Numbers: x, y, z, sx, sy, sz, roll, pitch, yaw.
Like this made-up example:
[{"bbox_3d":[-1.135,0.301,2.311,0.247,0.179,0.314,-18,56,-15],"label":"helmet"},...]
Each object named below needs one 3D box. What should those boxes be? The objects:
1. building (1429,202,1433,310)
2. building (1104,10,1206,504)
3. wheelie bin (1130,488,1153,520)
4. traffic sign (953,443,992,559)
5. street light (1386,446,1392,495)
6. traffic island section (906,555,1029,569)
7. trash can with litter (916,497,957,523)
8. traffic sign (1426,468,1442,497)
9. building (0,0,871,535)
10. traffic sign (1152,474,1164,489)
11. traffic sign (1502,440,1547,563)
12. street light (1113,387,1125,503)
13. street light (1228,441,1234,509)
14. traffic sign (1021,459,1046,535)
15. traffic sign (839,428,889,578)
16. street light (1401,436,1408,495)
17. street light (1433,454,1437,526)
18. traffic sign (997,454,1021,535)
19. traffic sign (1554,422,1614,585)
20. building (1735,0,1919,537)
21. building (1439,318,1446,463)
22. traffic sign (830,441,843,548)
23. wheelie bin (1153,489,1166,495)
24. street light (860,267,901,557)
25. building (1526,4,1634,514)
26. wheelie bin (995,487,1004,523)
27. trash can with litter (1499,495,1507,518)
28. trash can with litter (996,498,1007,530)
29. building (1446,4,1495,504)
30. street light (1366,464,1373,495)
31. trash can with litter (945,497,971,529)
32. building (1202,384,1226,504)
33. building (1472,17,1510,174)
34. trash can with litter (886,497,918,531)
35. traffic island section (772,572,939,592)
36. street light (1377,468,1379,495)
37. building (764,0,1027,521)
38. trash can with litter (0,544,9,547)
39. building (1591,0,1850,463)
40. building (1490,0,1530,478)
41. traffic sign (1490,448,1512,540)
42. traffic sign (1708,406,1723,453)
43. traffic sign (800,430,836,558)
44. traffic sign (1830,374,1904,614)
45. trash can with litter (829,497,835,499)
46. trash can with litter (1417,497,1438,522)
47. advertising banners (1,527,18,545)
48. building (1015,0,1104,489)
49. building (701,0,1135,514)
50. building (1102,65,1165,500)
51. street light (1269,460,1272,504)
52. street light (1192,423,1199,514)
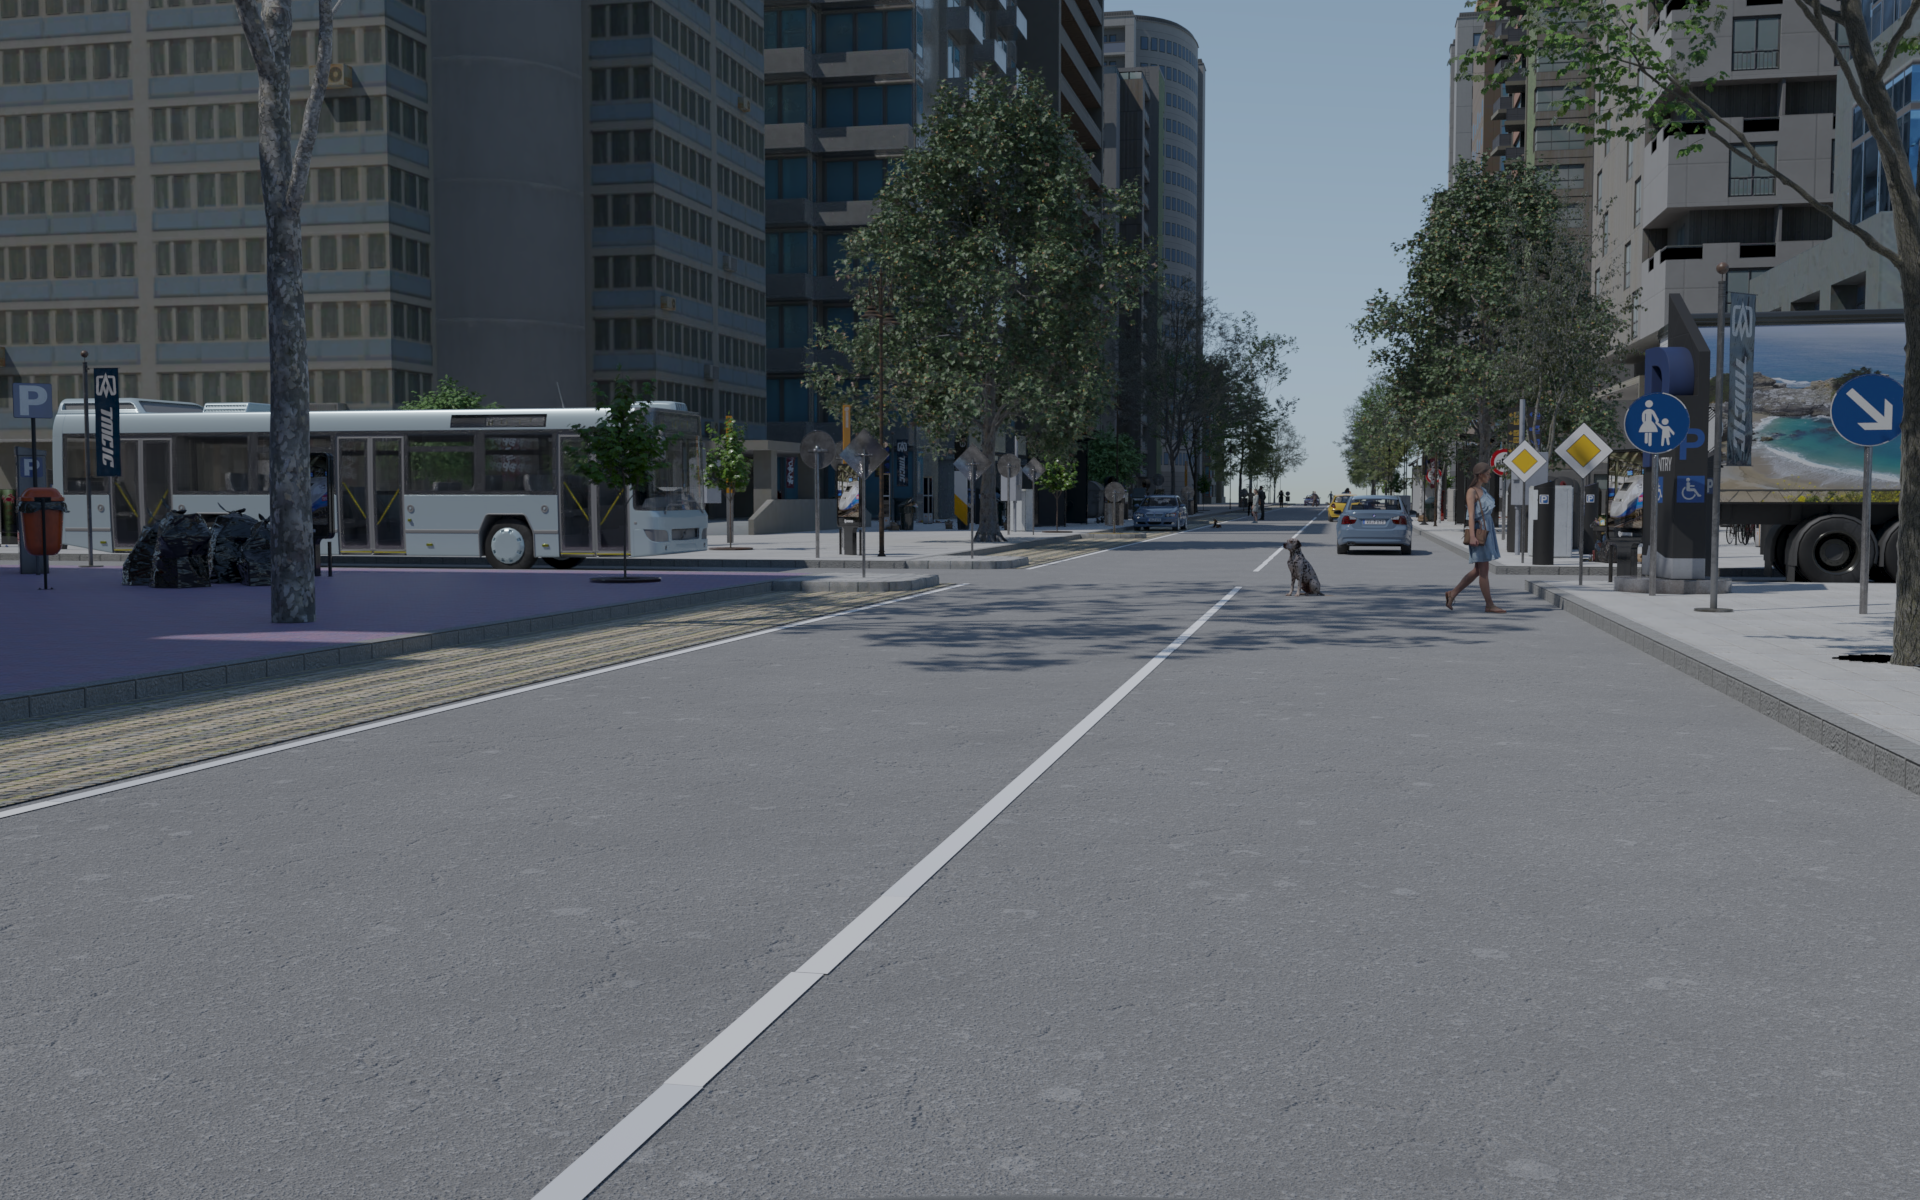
[{"bbox_3d":[74.863,-36.671,249.677,14.600,45.320,14.200,1,4,12],"label":"building"},{"bbox_3d":[18.574,-41.146,214.737,21.231,58.520,28.212,1,4,12],"label":"building"},{"bbox_3d":[8.803,-4.716,85.007,0.980,1.594,0.693,1,4,20],"label":"wheelie bin"},{"bbox_3d":[0.246,-1.878,34.348,0.795,2.450,0.064,1,4,12],"label":"traffic sign"},{"bbox_3d":[35.505,-10.433,143.373,0.468,5.910,1.993,1,4,12],"label":"street light"},{"bbox_3d":[0.221,-0.742,34.415,2.009,0.180,2.903,1,4,12],"label":"traffic island section"},{"bbox_3d":[-1.111,-4.000,76.460,2.233,1.210,1.678,2,4,28],"label":"trash can with litter"},{"bbox_3d":[22.672,-5.065,82.917,0.768,2.556,0.104,1,4,16],"label":"traffic sign"},{"bbox_3d":[-20.686,-22.705,63.108,32.217,40.220,23.993,1,4,12],"label":"building"},{"bbox_3d":[12.372,-6.610,108.180,0.768,2.556,0.104,1,4,19],"label":"traffic sign"},{"bbox_3d":[10.442,-1.740,32.089,0.795,2.450,0.064,1,4,12],"label":"traffic sign"},{"bbox_3d":[6.539,-6.068,71.994,0.468,5.910,1.993,1,4,12],"label":"street light"},{"bbox_3d":[22.913,-10.639,146.737,0.468,5.910,1.993,1,4,12],"label":"street light"},{"bbox_3d":[2.295,-3.231,54.017,0.795,2.450,0.064,1,4,14],"label":"traffic sign"},{"bbox_3d":[-1.473,-1.401,26.550,0.795,2.450,0.064,1,4,12],"label":"traffic sign"},{"bbox_3d":[27.460,-8.208,106.990,0.468,5.910,1.993,1,4,12],"label":"street light"},{"bbox_3d":[18.849,-5.855,68.517,0.468,5.910,1.993,1,4,12],"label":"street light"},{"bbox_3d":[1.529,-3.326,54.493,0.768,2.556,0.104,1,4,17],"label":"traffic sign"},{"bbox_3d":[8.723,-1.263,24.290,0.795,2.450,0.064,1,4,12],"label":"traffic sign"},{"bbox_3d":[38.488,-44.778,44.789,31.000,86.520,22.319,1,4,12],"label":"building"},{"bbox_3d":[71.435,-33.722,234.942,14.154,41.232,14.086,1,4,12],"label":"building"},{"bbox_3d":[-2.786,-2.528,41.438,0.768,2.556,0.104,1,4,17],"label":"traffic sign"},{"bbox_3d":[12.384,-6.099,107.619,0.980,1.594,0.693,2,4,29],"label":"wheelie bin"},{"bbox_3d":[-1.607,-3.828,35.380,0.468,5.910,1.993,1,4,12],"label":"street light"},{"bbox_3d":[45.750,-26.578,118.150,14.154,41.232,14.086,1,4,12],"label":"building"},{"bbox_3d":[1.492,-4.097,74.895,0.693,1.594,0.980,-2,4,-29],"label":"wheelie bin"},{"bbox_3d":[28.758,-4.924,91.566,1.678,1.210,2.233,-2,4,-33],"label":"trash can with litter"},{"bbox_3d":[1.980,-3.047,61.200,1.055,1.170,0.624,1,4,21],"label":"trash can with litter"},{"bbox_3d":[70.607,-41.016,212.610,21.231,58.520,28.212,1,4,12],"label":"building"},{"bbox_3d":[53.247,-15.381,224.260,0.468,5.910,1.993,1,4,12],"label":"street light"},{"bbox_3d":[-0.113,-3.178,63.342,1.055,1.170,0.624,0,4,1],"label":"trash can with litter"},{"bbox_3d":[22.736,-24.443,244.686,27.650,21.520,28.899,1,4,12],"label":"building"},{"bbox_3d":[54.941,-31.222,160.585,14.600,45.320,14.200,1,4,12],"label":"building"},{"bbox_3d":[-2.045,-3.031,60.952,1.055,1.170,0.624,-2,4,-31],"label":"trash can with litter"},{"bbox_3d":[-1.498,-0.265,26.617,2.009,0.180,2.903,1,4,12],"label":"traffic island section"},{"bbox_3d":[43.398,-12.661,179.789,0.468,5.910,1.993,1,4,12],"label":"street light"},{"bbox_3d":[-8.662,-29.164,96.435,23.786,49.044,30.456,1,4,12],"label":"building"},{"bbox_3d":[-23.719,-1.858,41.436,1.678,1.210,2.233,0,4,-6],"label":"trash can with litter"},{"bbox_3d":[46.475,-30.198,82.972,28.713,52.752,27.495,1,4,12],"label":"building"},{"bbox_3d":[54.363,-29.608,138.721,22.147,44.769,28.867,1,4,12],"label":"building"},{"bbox_3d":[15.155,-2.945,48.257,0.768,2.556,0.104,1,4,17],"label":"traffic sign"},{"bbox_3d":[10.134,-1.462,24.007,0.768,2.556,0.104,1,4,20],"label":"traffic sign"},{"bbox_3d":[-2.860,-2.116,34.706,0.768,2.556,0.104,1,4,15],"label":"traffic sign"},{"bbox_3d":[9.654,-1.121,18.434,0.768,2.556,0.104,1,4,21],"label":"traffic sign"},{"bbox_3d":[-5.604,-3.999,76.763,0.624,1.170,1.055,1,4,11],"label":"trash can with litter"},{"bbox_3d":[21.333,-4.128,78.881,1.055,1.170,0.624,-3,5,-40],"label":"trash can with litter"},{"bbox_3d":[-24.839,-2.919,43.912,2.074,3.025,0.090,0,4,2],"label":"advertising banners"},{"bbox_3d":[-1.907,-30.483,122.105,21.300,48.544,21.600,1,4,12],"label":"building"},{"bbox_3d":[-1.847,-27.753,145.644,32.217,40.220,23.993,1,4,12],"label":"building"},{"bbox_3d":[11.313,-29.274,162.229,14.154,41.232,14.086,1,4,12],"label":"building"},{"bbox_3d":[40.737,-15.567,227.304,0.468,5.910,1.993,1,4,12],"label":"street light"},{"bbox_3d":[14.964,-8.413,110.334,0.468,5.910,1.993,1,4,12],"label":"street light"}]
